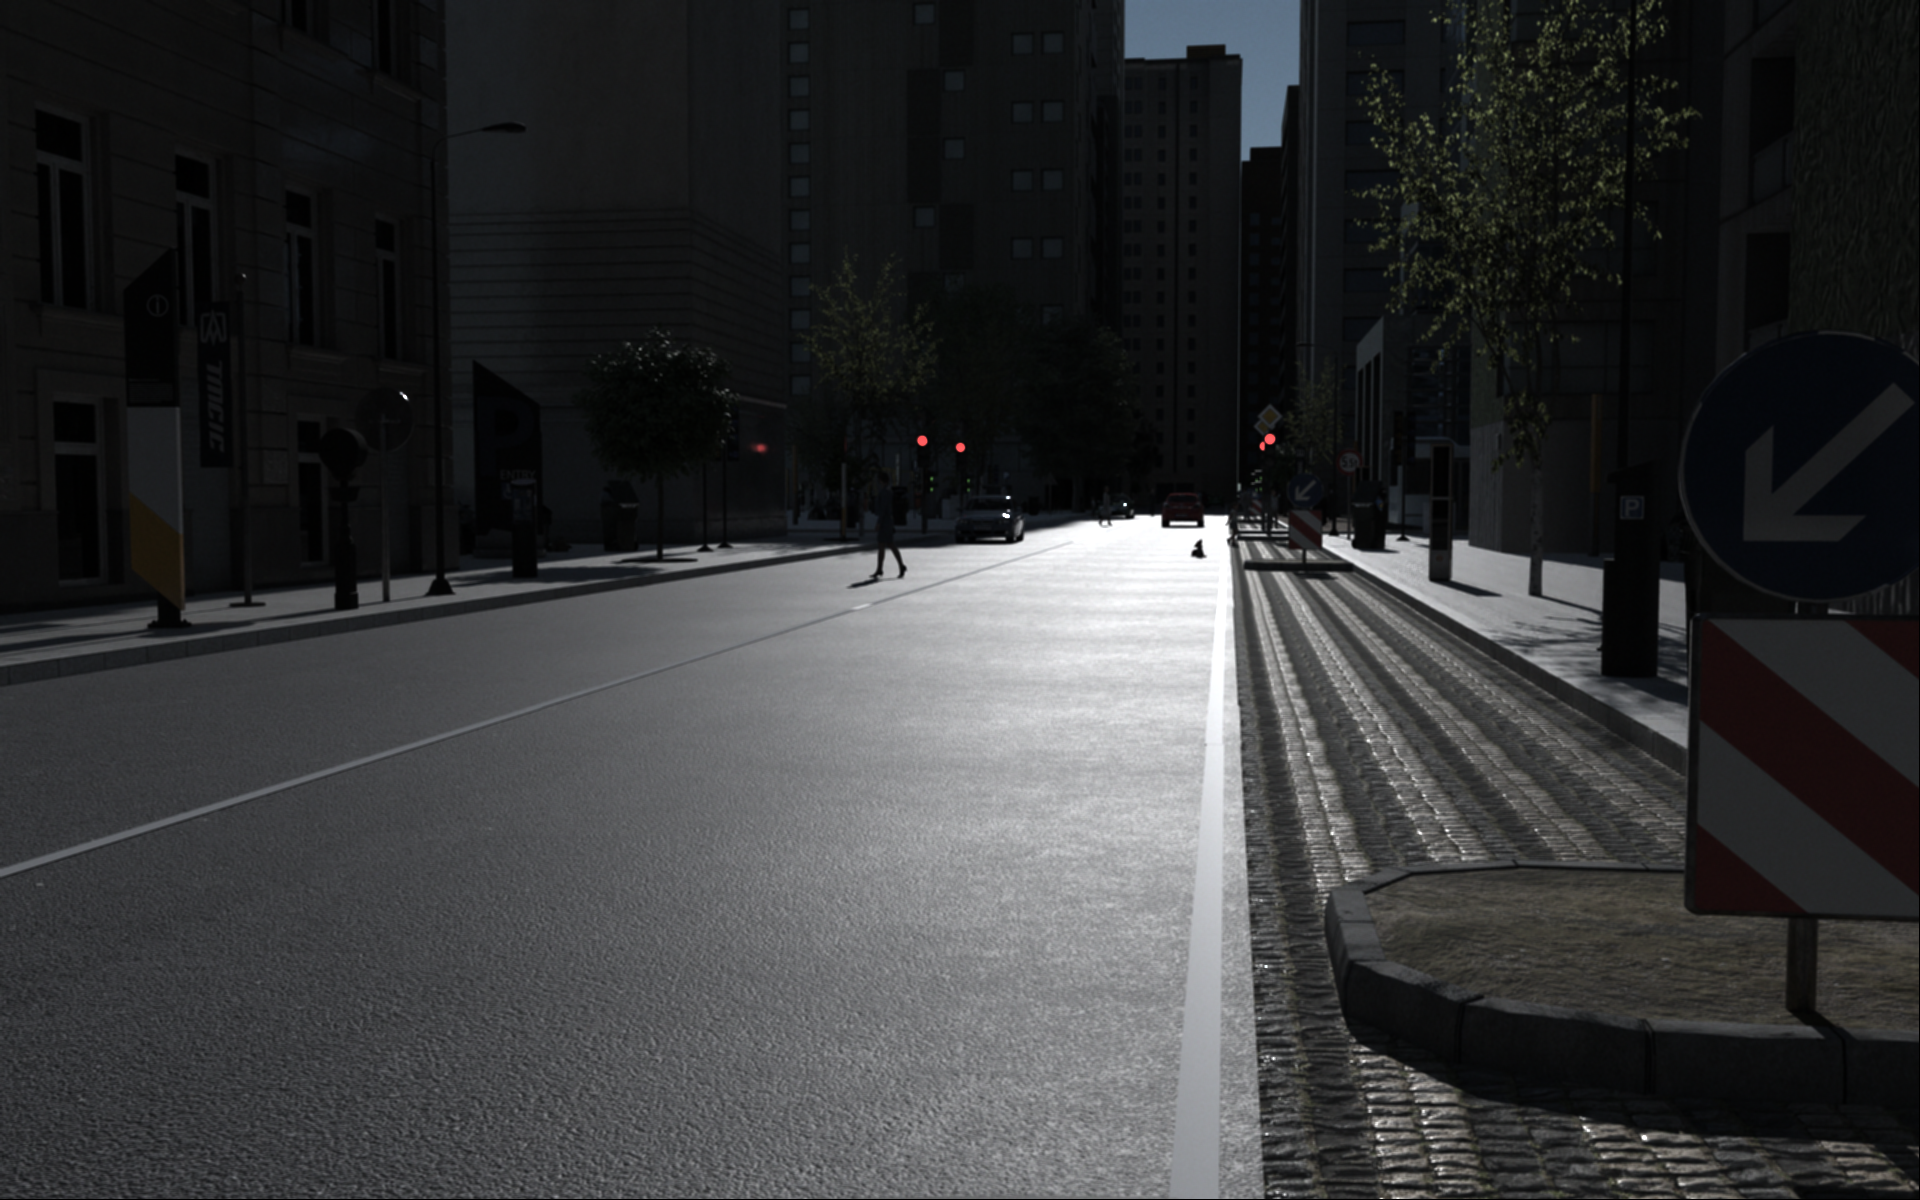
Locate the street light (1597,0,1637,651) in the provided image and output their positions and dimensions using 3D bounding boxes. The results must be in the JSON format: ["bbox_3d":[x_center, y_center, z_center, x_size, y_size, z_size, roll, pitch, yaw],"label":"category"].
[{"bbox_3d":[4.869,-2.543,14.113,1.470,5.913,1.316,1,4,9],"label":"street light"}]

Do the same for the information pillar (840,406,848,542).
[{"bbox_3d":[-3.105,-3.368,46.414,0.183,3.616,0.504,0,4,2],"label":"information pillar"}]

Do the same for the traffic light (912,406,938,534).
[{"bbox_3d":[-1.137,-4.071,55.486,0.839,4.253,0.868,1,4,9],"label":"traffic light"}]

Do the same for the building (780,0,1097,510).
[{"bbox_3d":[-2.157,-34.504,153.386,28.713,52.752,27.495,1,4,9],"label":"building"}]

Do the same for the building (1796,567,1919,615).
[{"bbox_3d":[17.166,-20.600,20.412,14.154,41.232,14.086,1,4,9],"label":"building"}]

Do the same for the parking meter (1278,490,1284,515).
[{"bbox_3d":[20.059,-6.101,108.163,0.372,1.533,0.369,0,3,0],"label":"parking meter"}]

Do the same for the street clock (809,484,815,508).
[{"bbox_3d":[-11.698,-8.205,138.720,0.358,2.002,0.471,0,4,2],"label":"street clock"}]

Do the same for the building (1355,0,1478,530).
[{"bbox_3d":[32.234,-46.242,68.725,31.000,86.520,22.319,1,4,9],"label":"building"}]

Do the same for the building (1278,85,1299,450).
[{"bbox_3d":[47.256,-34.982,195.657,21.300,48.544,21.600,1,4,9],"label":"building"}]

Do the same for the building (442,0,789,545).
[{"bbox_3d":[-14.837,-12.244,49.348,18.267,20.994,9.793,1,4,9],"label":"building"}]

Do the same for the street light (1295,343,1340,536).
[{"bbox_3d":[10.982,-4.936,53.240,1.470,5.913,1.316,1,4,9],"label":"street light"}]

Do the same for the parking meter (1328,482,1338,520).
[{"bbox_3d":[18.564,-4.925,86.230,0.399,1.863,0.255,3,4,38],"label":"parking meter"}]

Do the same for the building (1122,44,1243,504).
[{"bbox_3d":[23.282,-42.232,232.499,28.212,58.520,21.231,1,4,9],"label":"building"}]

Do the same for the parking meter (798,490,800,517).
[{"bbox_3d":[-9.025,-5.341,95.728,0.372,1.533,0.369,0,3,0],"label":"parking meter"}]

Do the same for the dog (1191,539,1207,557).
[{"bbox_3d":[5.505,-1.180,39.479,0.550,0.427,0.748,3,4,36],"label":"dog"}]

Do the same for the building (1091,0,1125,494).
[{"bbox_3d":[8.248,-46.685,201.559,20.611,71.187,20.563,1,4,9],"label":"building"}]

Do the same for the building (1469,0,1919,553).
[{"bbox_3d":[19.809,-21.940,42.309,14.154,41.232,14.086,1,4,9],"label":"building"}]

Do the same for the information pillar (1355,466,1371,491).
[{"bbox_3d":[10.614,-2.520,45.688,0.304,2.012,0.304,-1,4,-20],"label":"information pillar"}]

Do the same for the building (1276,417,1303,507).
[{"bbox_3d":[42.603,-45.020,174.332,20.563,71.187,20.611,1,4,9],"label":"building"}]

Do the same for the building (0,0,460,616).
[{"bbox_3d":[-15.861,-13.458,17.304,12.463,27.353,25.104,1,4,9],"label":"building"}]

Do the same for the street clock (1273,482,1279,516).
[{"bbox_3d":[18.662,-5.981,102.363,0.358,2.002,0.471,-1,4,-11],"label":"street clock"}]

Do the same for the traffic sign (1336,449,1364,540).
[{"bbox_3d":[10.915,-2.963,48.554,0.768,2.556,0.104,1,4,18],"label":"traffic sign"}]

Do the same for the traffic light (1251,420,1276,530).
[{"bbox_3d":[10.817,-4.454,61.745,0.839,4.253,0.868,1,4,9],"label":"traffic light"}]

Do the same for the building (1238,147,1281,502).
[{"bbox_3d":[43.658,-35.217,225.905,14.200,45.320,14.600,1,4,9],"label":"building"}]

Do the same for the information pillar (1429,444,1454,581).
[{"bbox_3d":[7.105,-1.289,25.561,0.304,2.012,0.304,1,4,21],"label":"information pillar"}]

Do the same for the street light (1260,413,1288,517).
[{"bbox_3d":[17.580,-7.568,96.284,1.470,5.913,1.316,1,4,9],"label":"street light"}]

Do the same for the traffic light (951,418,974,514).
[{"bbox_3d":[0.080,-4.554,63.379,0.839,4.253,0.868,1,4,9],"label":"traffic light"}]

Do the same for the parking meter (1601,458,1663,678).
[{"bbox_3d":[4.738,-0.233,12.219,0.372,1.533,0.369,0,3,0],"label":"parking meter"}]

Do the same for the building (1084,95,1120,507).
[{"bbox_3d":[8.465,-29.959,173.431,14.154,41.232,14.086,1,4,9],"label":"building"}]

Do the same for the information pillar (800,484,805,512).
[{"bbox_3d":[-11.410,-7.389,125.297,0.304,2.012,0.304,-2,4,-27],"label":"information pillar"}]

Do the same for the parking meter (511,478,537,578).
[{"bbox_3d":[-6.711,-1.117,26.678,0.372,1.533,0.369,0,3,0],"label":"parking meter"}]

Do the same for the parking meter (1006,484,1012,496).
[{"bbox_3d":[2.914,-5.962,103.190,0.255,1.863,0.399,-2,4,-24],"label":"parking meter"}]

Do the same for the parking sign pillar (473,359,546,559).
[{"bbox_3d":[-9.091,-2.837,34.853,1.447,3.967,1.447,-1,4,-20],"label":"parking sign pillar"}]

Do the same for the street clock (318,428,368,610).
[{"bbox_3d":[-6.828,-0.896,19.222,0.471,2.002,0.358,0,4,7],"label":"street clock"}]

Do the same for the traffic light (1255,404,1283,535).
[{"bbox_3d":[9.600,-3.971,53.853,0.839,4.253,0.868,1,4,9],"label":"traffic light"}]

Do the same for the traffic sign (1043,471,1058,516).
[{"bbox_3d":[5.192,-6.093,99.617,0.884,2.594,0.081,1,4,13],"label":"traffic sign"}]

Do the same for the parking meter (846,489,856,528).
[{"bbox_3d":[-4.093,-3.460,64.986,0.372,1.533,0.369,0,3,0],"label":"parking meter"}]

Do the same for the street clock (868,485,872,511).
[{"bbox_3d":[-6.932,-7.901,133.749,0.358,2.002,0.471,0,4,-6],"label":"street clock"}]

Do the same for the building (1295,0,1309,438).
[{"bbox_3d":[43.420,-34.306,150.145,28.713,52.752,27.495,1,4,9],"label":"building"}]

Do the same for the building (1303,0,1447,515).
[{"bbox_3d":[34.548,-35.286,118.932,21.231,58.520,28.212,1,4,9],"label":"building"}]

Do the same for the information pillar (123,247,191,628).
[{"bbox_3d":[-7.679,-1.540,16.536,0.504,3.616,0.183,0,3,0],"label":"information pillar"}]

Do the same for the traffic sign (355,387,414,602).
[{"bbox_3d":[-6.861,-1.256,20.634,0.768,2.556,0.104,1,4,12],"label":"traffic sign"}]

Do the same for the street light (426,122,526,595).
[{"bbox_3d":[-6.105,-3.017,21.868,1.470,5.913,1.316,1,4,9],"label":"street light"}]
